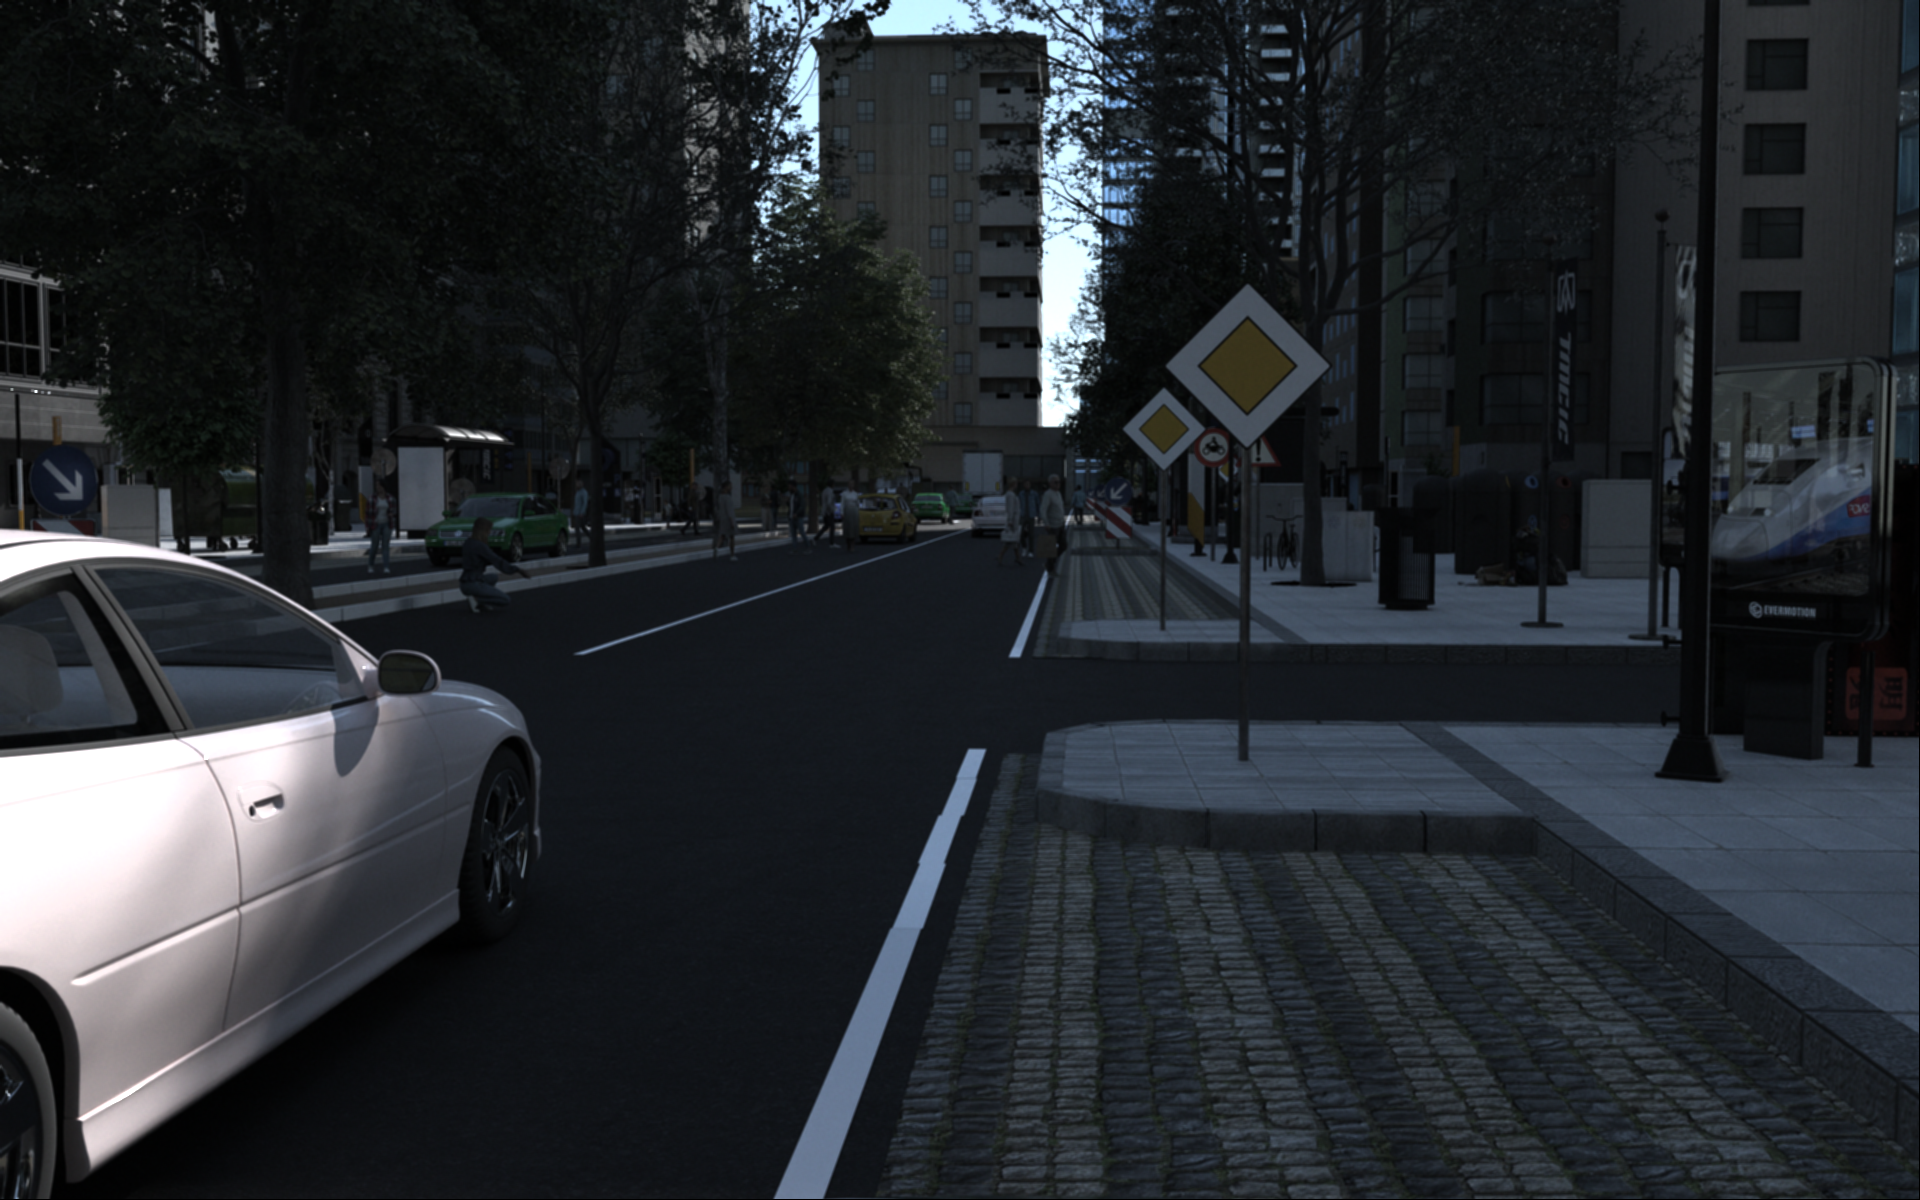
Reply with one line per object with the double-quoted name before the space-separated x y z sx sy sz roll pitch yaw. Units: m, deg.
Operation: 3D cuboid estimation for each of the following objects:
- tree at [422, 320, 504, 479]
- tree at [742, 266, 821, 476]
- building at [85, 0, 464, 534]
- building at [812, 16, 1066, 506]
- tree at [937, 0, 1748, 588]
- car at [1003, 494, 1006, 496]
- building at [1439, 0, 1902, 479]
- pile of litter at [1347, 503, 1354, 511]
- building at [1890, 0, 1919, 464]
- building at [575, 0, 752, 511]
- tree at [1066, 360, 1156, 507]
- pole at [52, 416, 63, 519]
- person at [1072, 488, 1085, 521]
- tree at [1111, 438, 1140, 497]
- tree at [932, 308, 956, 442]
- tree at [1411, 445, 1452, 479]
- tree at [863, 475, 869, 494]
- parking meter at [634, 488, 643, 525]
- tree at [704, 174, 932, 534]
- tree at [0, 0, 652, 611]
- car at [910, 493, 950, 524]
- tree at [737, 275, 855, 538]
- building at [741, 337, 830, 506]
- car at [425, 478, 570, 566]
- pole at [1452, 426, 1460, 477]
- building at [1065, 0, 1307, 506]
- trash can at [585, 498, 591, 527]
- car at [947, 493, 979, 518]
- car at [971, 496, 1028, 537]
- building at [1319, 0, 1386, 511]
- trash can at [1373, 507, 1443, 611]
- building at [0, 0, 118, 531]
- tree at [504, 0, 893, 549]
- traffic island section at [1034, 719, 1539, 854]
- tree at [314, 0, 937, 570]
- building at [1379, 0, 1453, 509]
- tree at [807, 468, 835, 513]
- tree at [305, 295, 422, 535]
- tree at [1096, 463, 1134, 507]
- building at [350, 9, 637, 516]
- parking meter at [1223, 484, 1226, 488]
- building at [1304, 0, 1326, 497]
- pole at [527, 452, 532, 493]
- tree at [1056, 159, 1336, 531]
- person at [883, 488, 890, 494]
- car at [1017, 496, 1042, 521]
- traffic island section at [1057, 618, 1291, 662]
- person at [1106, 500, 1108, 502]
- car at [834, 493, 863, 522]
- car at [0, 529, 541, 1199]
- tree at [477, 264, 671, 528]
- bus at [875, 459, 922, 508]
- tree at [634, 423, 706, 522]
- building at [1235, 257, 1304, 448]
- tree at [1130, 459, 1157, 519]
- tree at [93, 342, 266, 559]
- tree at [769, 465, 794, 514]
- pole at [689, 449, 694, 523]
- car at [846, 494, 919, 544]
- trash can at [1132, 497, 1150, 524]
"tree" -21.060 -7.477 72.615 4.360 8.622 3.978 0 3 0
"tree" -12.371 -11.315 91.655 9.857 13.997 8.962 0 3 0
"building" -31.620 -15.378 70.517 14.460 24.649 34.723 0 4 4
"building" -1.398 -37.352 199.935 27.495 52.752 28.713 0 4 4
"tree" 4.805 -6.936 23.776 12.009 13.543 11.850 0 3 0
"car" 3.502 -8.647 153.169 2.131 1.459 4.920 0 4 3
"building" 23.779 -17.588 59.264 14.160 30.474 14.107 0 4 4
"pile of litter" 18.986 -4.376 85.512 1.719 0.858 1.176 -3 5 -42
"building" 66.832 -31.823 139.915 30.456 49.044 23.786 0 4 4
"building" -32.664 -33.932 144.029 27.495 52.752 28.713 0 4 4
"tree" 9.912 -10.029 98.394 7.601 10.594 8.767 2 4 23
"pole" -23.726 -3.165 45.585 0.158 3.312 0.155 0 3 0
"person" 6.402 -5.144 93.054 0.683 1.767 0.568 -2 4 -32
"tree" 11.075 -9.843 111.292 4.360 8.622 3.978 0 3 0
"tree" -4.390 -9.220 71.332 7.486 12.596 7.792 0 3 0
"tree" 18.590 -4.533 68.718 1.663 3.219 1.824 0 3 0
"tree" -7.717 -9.656 152.474 1.663 3.219 1.824 0 3 0
"parking meter" -13.568 -3.955 73.075 0.372 1.533 0.369 0 3 0
"tree" -5.300 -8.628 61.646 7.486 12.596 7.792 0 3 0
"tree" -8.008 -6.795 20.208 9.857 13.997 8.962 0 3 0
"car" -1.444 -4.648 84.798 1.959 1.807 4.718 0 4 4
"tree" -5.432 -6.287 55.616 4.360 8.622 3.978 0 3 0
"building" -29.555 -21.859 202.431 28.899 21.520 27.650 0 4 4
"car" -9.578 -1.668 36.062 1.959 1.807 4.718 0 4 6
"pole" 14.842 -3.550 51.879 0.158 3.312 0.155 0 3 0
"building" 27.548 -53.873 193.498 31.000 86.520 22.319 0 4 4
"trash can" -14.239 -3.395 67.167 0.748 1.137 0.748 0 3 0
"car" 0.108 -5.798 103.597 1.959 1.807 4.718 0 4 3
"car" 1.381 -2.840 58.799 2.083 1.381 4.827 0 4 3
"building" 28.247 -27.312 96.666 14.600 45.320 14.200 0 4 4
"trash can" 4.974 -0.466 19.265 0.748 1.137 0.748 0 3 0
"building" -33.206 -15.146 41.148 14.314 27.812 24.014 0 4 4
"tree" -7.374 -11.438 45.359 12.611 20.169 13.585 0 3 0
"traffic island section" 1.386 0.852 8.355 2.009 0.180 2.903 0 4 4
"tree" -6.892 -7.318 32.476 12.009 13.543 11.850 0 3 0
"building" 27.274 -24.387 82.327 14.154 41.232 14.086 0 4 4
"tree" -9.969 -7.613 119.068 1.663 3.219 1.824 0 3 0
"tree" -19.585 -6.334 53.915 4.360 8.622 3.978 0 3 0
"tree" 13.763 -10.339 152.764 4.285 4.588 4.351 0 3 0
"building" -37.182 -25.321 105.887 32.217 40.220 23.993 0 4 4
"parking meter" 13.450 -4.983 87.181 0.399 1.863 0.255 2 4 35
"building" 32.323 -41.326 113.925 20.563 71.187 20.611 0 4 4
"pole" -20.832 -5.506 83.874 0.158 3.312 0.155 0 3 0
"tree" 8.106 -8.714 59.488 9.611 12.733 9.660 0 3 0
"person" -4.639 -6.124 108.612 1.348 1.826 0.705 0 4 2
"car" 3.696 -5.056 95.251 1.945 1.354 3.894 0 4 4
"traffic island section" 1.930 0.364 16.322 2.009 0.180 2.903 0 4 4
"person" 14.482 -9.679 170.009 1.065 1.426 0.557 -3 5 -41
"car" -5.603 -4.856 88.995 1.945 1.707 3.694 0 4 3
"car" -2.459 0.502 4.158 2.083 1.381 4.827 0 4 3
"tree" -14.543 -7.930 64.061 8.767 10.594 7.601 1 4 18
"bus" -4.288 -7.876 120.318 2.896 3.916 12.252 0 4 3
"tree" -13.312 -5.909 80.321 4.285 4.588 4.351 0 3 0
"building" 37.464 -18.032 139.857 27.650 21.520 28.899 0 4 4
"tree" 9.598 -5.670 87.306 1.663 3.219 1.824 0 3 0
"tree" -15.390 -3.098 34.372 4.285 4.588 4.351 0 3 0
"tree" -11.319 -7.052 109.906 1.663 3.219 1.824 0 3 0
"pole" -12.002 -5.122 77.587 0.158 3.312 0.155 0 3 0
"car" -2.283 -2.497 51.049 2.015 1.641 3.980 0 4 6
"trash can" 7.637 -3.764 73.202 0.748 1.137 0.748 0 3 0
